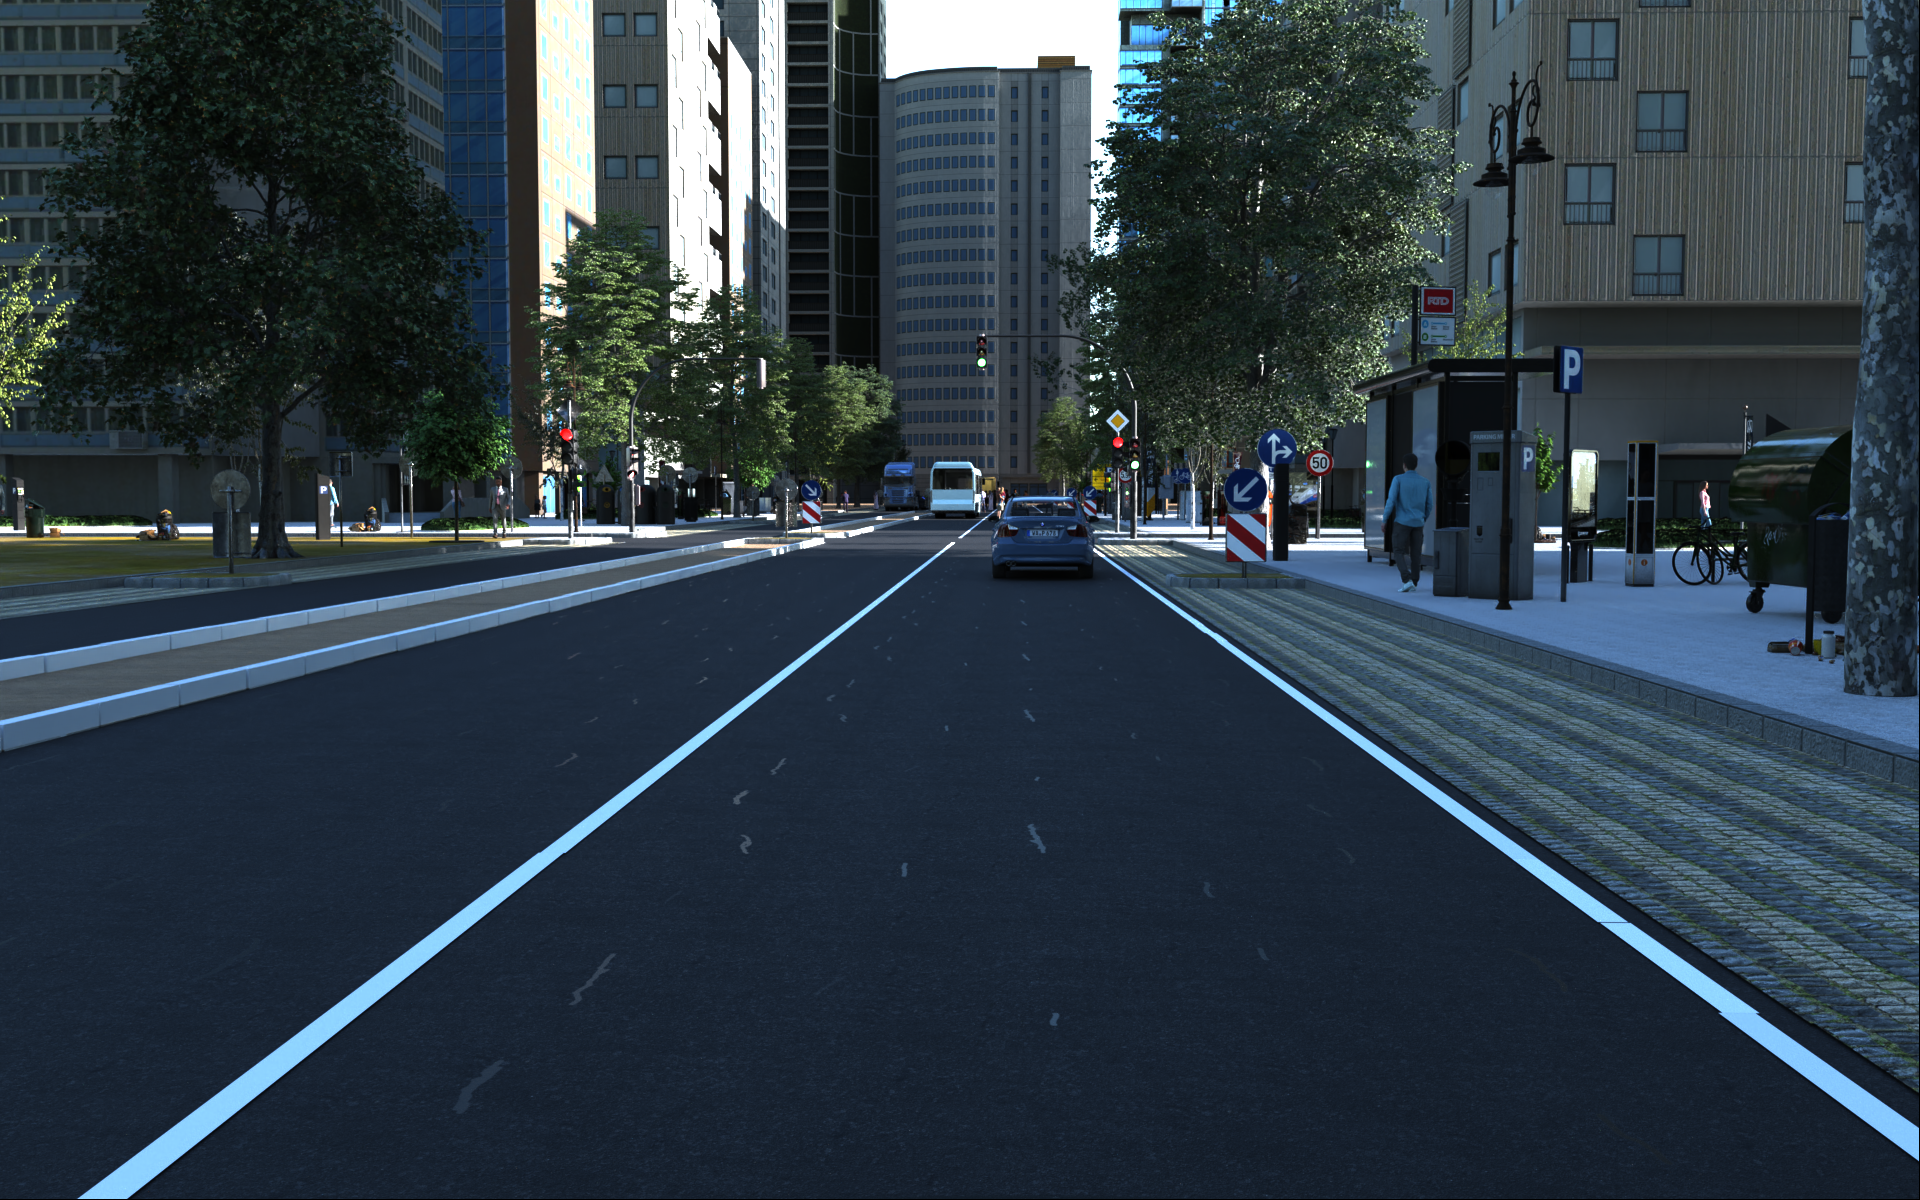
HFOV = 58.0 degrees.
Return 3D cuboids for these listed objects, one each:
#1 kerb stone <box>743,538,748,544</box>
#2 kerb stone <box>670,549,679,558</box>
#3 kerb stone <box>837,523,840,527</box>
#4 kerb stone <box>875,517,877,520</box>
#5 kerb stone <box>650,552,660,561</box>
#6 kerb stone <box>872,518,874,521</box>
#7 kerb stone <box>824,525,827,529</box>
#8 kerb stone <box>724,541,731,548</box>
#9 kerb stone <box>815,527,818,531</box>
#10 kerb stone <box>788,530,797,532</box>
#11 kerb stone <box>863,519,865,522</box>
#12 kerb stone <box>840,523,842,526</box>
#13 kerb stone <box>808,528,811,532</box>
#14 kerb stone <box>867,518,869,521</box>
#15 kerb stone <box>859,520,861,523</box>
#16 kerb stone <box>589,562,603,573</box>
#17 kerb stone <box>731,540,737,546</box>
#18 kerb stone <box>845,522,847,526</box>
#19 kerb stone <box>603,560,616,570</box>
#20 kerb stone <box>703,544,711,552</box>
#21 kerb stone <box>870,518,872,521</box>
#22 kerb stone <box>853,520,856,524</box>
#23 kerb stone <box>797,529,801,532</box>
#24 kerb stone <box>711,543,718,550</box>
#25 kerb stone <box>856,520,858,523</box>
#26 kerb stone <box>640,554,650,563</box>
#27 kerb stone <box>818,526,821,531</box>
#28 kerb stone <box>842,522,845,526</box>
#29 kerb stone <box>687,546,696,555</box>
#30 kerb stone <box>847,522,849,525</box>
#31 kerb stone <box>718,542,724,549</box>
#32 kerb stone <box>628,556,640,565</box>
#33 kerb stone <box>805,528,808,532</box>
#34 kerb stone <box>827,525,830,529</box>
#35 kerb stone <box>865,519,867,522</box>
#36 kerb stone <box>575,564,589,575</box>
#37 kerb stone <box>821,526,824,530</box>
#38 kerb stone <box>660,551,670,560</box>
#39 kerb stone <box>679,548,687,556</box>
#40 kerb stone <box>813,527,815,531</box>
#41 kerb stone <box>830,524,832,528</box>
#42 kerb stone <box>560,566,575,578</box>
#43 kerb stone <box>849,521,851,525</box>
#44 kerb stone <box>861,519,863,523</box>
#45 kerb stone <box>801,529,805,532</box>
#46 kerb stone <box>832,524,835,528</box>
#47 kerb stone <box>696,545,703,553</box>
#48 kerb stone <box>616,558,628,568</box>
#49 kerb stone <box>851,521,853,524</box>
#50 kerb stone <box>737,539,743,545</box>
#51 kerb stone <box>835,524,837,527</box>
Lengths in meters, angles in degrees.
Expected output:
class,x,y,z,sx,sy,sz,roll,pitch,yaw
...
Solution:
class,x,y,z,sx,sy,sz,roll,pitch,yaw
kerb stone,-6.196,-1.642,49.105,0.120,0.150,1.000,0,4,2
kerb stone,-6.527,-1.020,38.873,0.120,0.150,1.000,0,4,2
kerb stone,-5.376,-3.185,74.262,0.120,0.150,1.000,0,4,2
kerb stone,-4.733,-4.375,93.727,0.120,0.150,1.000,0,4,2
kerb stone,-6.591,-0.892,36.828,0.120,0.150,1.000,0,4,2
kerb stone,-4.804,-4.250,91.684,0.120,0.150,1.000,0,4,2
kerb stone,-5.544,-2.872,69.152,0.120,0.150,1.000,0,4,2
kerb stone,-6.297,-1.458,46.038,0.120,0.150,1.000,0,4,2
kerb stone,-5.641,-2.682,66.073,0.120,0.150,1.000,0,4,2
kerb stone,-5.837,-2.306,59.917,0.120,0.150,1.000,0,4,2
kerb stone,-4.966,-3.936,86.556,0.120,0.150,1.000,0,4,2
kerb stone,-5.338,-3.243,75.284,0.120,0.150,1.000,0,4,2
kerb stone,-5.705,-2.559,64.030,0.120,0.150,1.000,0,4,2
kerb stone,-4.904,-4.060,88.611,0.120,0.150,1.000,0,4,2
kerb stone,-5.047,-3.811,84.513,0.120,0.150,1.000,0,4,2
kerb stone,-6.765,-0.582,31.713,0.120,0.150,1.000,0,4,2
kerb stone,-6.259,-1.521,47.061,0.120,0.150,1.000,0,4,2
kerb stone,-5.273,-3.373,77.339,0.120,0.150,1.000,0,4,2
kerb stone,-6.719,-0.645,32.734,0.120,0.150,1.000,0,4,2
kerb stone,-6.399,-1.270,42.968,0.120,0.150,1.000,0,4,2
kerb stone,-4.837,-4.188,90.662,0.120,0.150,1.000,0,4,2
kerb stone,-5.138,-3.623,81.432,0.120,0.150,1.000,0,4,2
kerb stone,-5.814,-2.370,60.944,0.120,0.150,1.000,0,4,2
kerb stone,-6.354,-1.333,43.989,0.120,0.150,1.000,0,4,2
kerb stone,-5.102,-3.684,82.468,0.120,0.150,1.000,0,4,2
kerb stone,-6.624,-0.832,35.807,0.120,0.150,1.000,0,4,2
kerb stone,-5.600,-2.746,67.101,0.120,0.150,1.000,0,4,2
kerb stone,-5.301,-3.309,76.310,0.120,0.150,1.000,0,4,2
kerb stone,-6.459,-1.143,40.925,0.120,0.150,1.000,0,4,2
kerb stone,-5.230,-3.435,78.360,0.120,0.150,1.000,0,4,2
kerb stone,-6.333,-1.394,45.014,0.120,0.150,1.000,0,4,2
kerb stone,-6.656,-0.769,34.783,0.120,0.150,1.000,0,4,2
kerb stone,-5.744,-2.496,63.005,0.120,0.150,1.000,0,4,2
kerb stone,-5.502,-2.928,70.175,0.120,0.150,1.000,0,4,2
kerb stone,-4.935,-4.000,87.588,0.120,0.150,1.000,0,4,2
kerb stone,-6.797,-0.519,30.691,0.120,0.150,1.000,0,4,2
kerb stone,-5.566,-2.808,68.129,0.120,0.150,1.000,0,4,2
kerb stone,-6.561,-0.957,37.850,0.120,0.150,1.000,0,4,2
kerb stone,-6.499,-1.083,39.900,0.120,0.150,1.000,0,4,2
kerb stone,-5.675,-2.618,65.052,0.120,0.150,1.000,0,4,2
kerb stone,-5.469,-2.992,71.197,0.120,0.150,1.000,0,4,2
kerb stone,-6.828,-0.457,29.667,0.120,0.150,1.000,0,4,2
kerb stone,-5.205,-3.498,79.382,0.120,0.150,1.000,0,4,2
kerb stone,-5.010,-3.874,85.534,0.120,0.150,1.000,0,4,2
kerb stone,-5.769,-2.430,61.969,0.120,0.150,1.000,0,4,2
kerb stone,-5.446,-3.060,72.219,0.120,0.150,1.000,0,4,2
kerb stone,-6.426,-1.208,41.946,0.120,0.150,1.000,0,4,2
kerb stone,-6.692,-0.707,33.755,0.120,0.150,1.000,0,4,2
kerb stone,-5.171,-3.560,80.404,0.120,0.150,1.000,0,4,2
kerb stone,-6.231,-1.583,48.083,0.120,0.150,1.000,0,4,2
kerb stone,-5.406,-3.122,73.240,0.120,0.150,1.000,0,4,2
